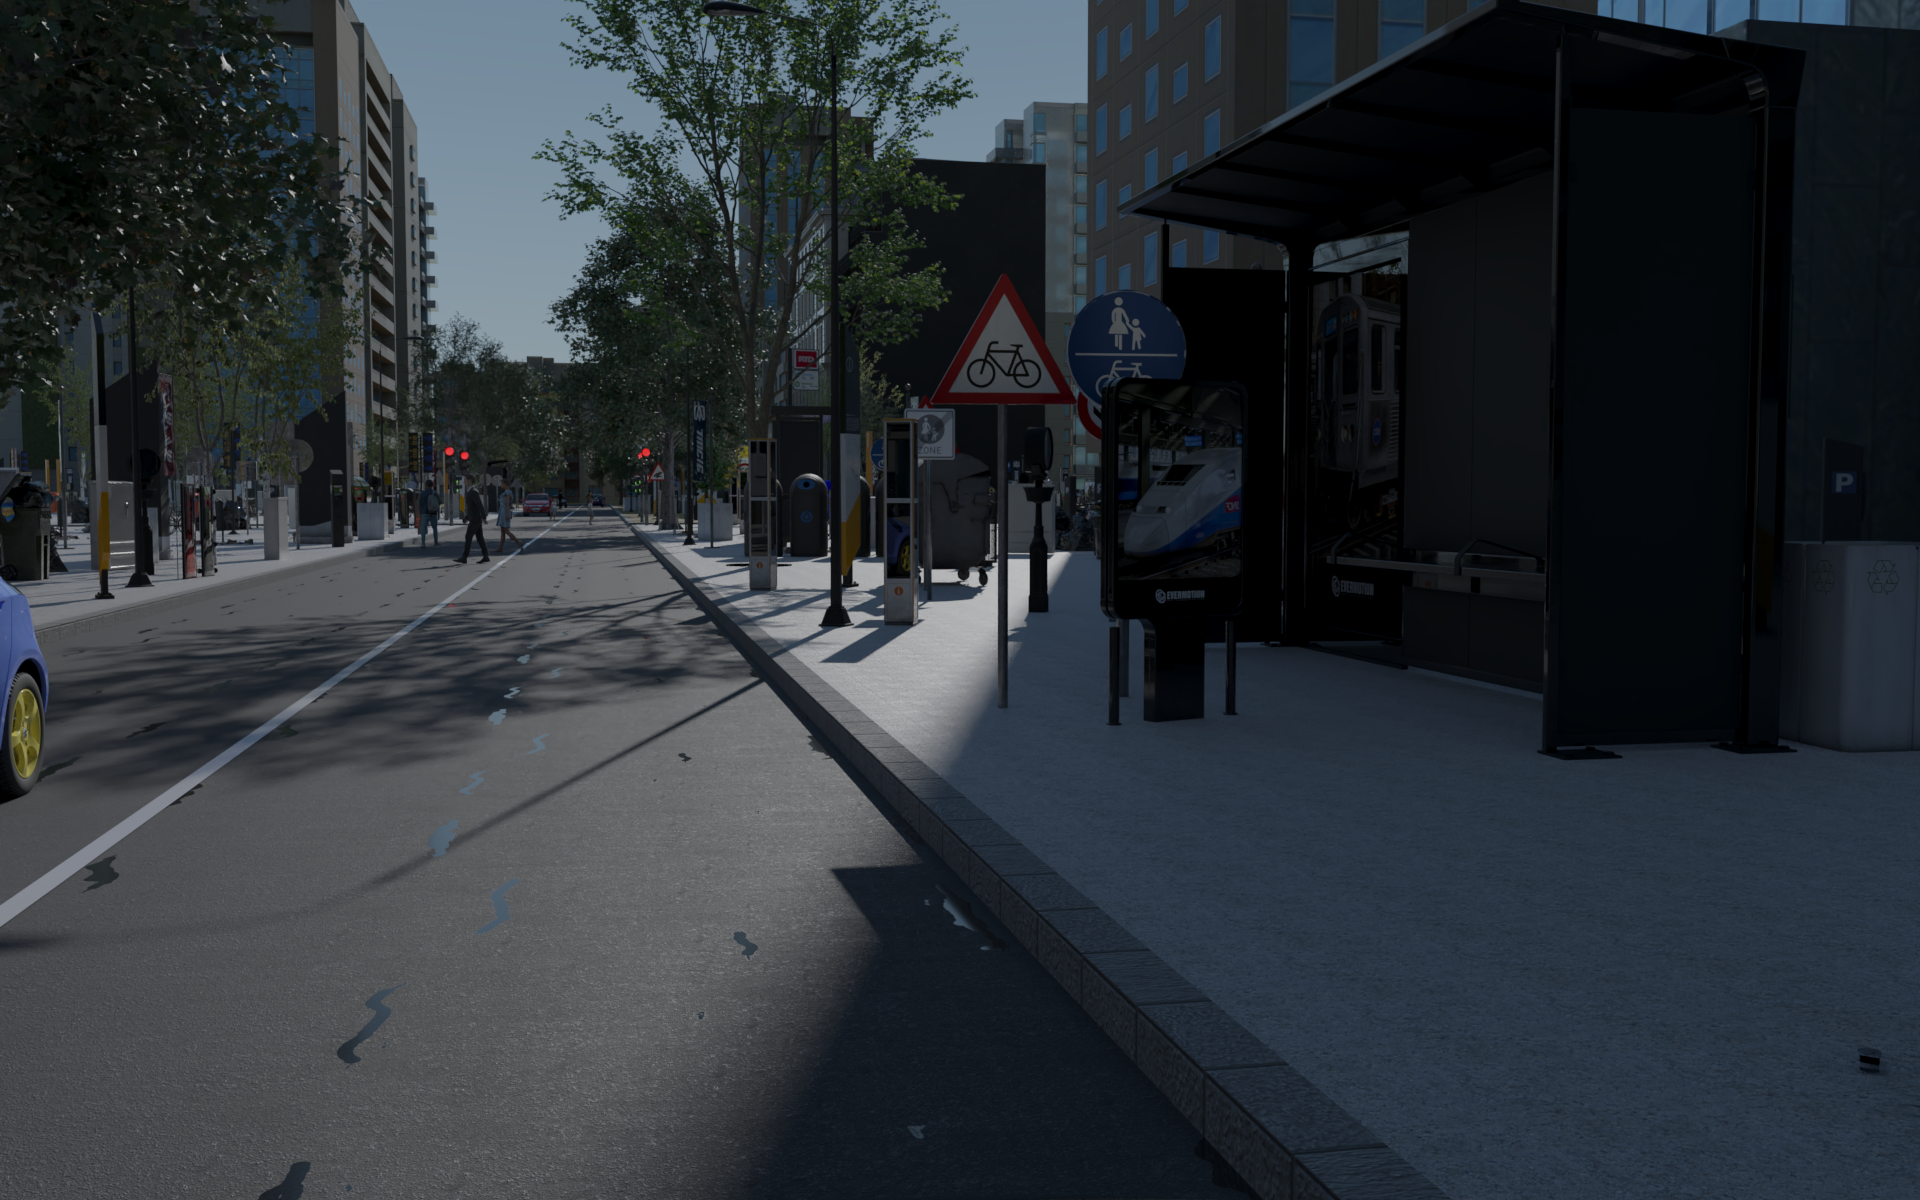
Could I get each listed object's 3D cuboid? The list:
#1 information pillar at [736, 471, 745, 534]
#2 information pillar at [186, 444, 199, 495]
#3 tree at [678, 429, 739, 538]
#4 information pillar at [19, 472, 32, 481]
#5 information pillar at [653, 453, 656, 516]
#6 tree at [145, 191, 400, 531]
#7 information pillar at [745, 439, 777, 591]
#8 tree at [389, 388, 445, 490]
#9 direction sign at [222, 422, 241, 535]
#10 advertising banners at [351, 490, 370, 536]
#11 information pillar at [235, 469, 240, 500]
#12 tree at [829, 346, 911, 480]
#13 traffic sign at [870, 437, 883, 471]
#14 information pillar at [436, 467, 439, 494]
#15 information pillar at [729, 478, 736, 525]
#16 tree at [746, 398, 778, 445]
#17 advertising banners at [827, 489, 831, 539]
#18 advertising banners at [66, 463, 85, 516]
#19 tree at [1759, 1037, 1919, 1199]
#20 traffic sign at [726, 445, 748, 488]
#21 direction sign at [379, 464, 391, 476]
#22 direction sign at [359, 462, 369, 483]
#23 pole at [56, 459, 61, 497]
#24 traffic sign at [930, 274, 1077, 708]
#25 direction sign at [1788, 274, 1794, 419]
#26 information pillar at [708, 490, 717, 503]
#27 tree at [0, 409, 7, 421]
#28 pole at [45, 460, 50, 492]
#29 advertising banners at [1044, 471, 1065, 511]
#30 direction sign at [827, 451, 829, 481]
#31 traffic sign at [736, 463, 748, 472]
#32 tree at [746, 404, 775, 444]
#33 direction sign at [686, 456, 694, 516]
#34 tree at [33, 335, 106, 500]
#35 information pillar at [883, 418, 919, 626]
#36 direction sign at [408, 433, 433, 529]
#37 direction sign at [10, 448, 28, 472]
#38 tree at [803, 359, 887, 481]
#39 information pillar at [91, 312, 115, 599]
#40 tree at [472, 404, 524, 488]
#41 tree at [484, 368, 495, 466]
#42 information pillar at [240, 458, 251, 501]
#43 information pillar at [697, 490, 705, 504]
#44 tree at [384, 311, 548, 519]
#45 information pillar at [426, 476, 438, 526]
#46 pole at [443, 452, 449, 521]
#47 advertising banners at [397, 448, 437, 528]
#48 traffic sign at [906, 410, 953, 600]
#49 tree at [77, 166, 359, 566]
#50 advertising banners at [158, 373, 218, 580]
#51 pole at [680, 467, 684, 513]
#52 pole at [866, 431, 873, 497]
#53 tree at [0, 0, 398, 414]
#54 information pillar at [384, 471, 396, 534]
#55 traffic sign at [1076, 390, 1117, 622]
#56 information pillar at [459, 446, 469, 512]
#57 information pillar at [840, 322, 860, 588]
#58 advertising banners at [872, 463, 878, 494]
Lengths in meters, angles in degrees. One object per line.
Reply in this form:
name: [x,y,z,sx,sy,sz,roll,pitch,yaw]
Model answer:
information pillar: [-6.902,-3.114,55.408,0.304,2.012,0.304,0,4,-4]
information pillar: [-34.215,-5.249,77.182,0.183,3.616,0.504,3,5,41]
tree: [-7.221,-3.419,50.509,1.663,3.219,1.824,0,3,0]
information pillar: [-31.739,-3.323,58.816,0.304,2.012,0.304,1,4,20]
information pillar: [-17.526,-6.625,99.669,0.183,3.616,0.504,0,4,7]
tree: [-14.878,-5.336,37.609,4.737,8.622,4.395,0,3,0]
information pillar: [-2.626,-1.136,23.073,0.304,2.012,0.304,1,4,12]
tree: [-36.109,-10.100,115.492,4.360,8.622,3.978,0,3,0]
direction sign: [-22.998,-3.838,54.754,0.379,3.537,0.876,1,4,11]
advertising banners: [-18.891,-3.431,52.291,2.074,3.025,0.090,-2,4,-32]
information pillar: [-58.987,-9.188,141.580,0.504,3.616,0.183,1,4,16]
tree: [-4.511,-8.168,83.903,4.360,8.622,3.978,0,3,0]
traffic sign: [-1.616,-2.351,38.551,0.768,2.556,0.104,0,4,-3]
information pillar: [-40.661,-8.753,134.473,0.504,3.616,0.183,-1,4,-21]
information pillar: [-9.286,-4.066,70.970,0.304,2.012,0.304,-1,4,-21]
tree: [-15.253,-10.952,129.434,4.360,8.622,3.978,0,3,0]
advertising banners: [-3.907,-3.307,50.262,0.090,3.025,2.074,-1,4,-18]
advertising banners: [-50.463,-6.275,98.791,2.074,3.025,0.090,2,4,29]
tree: [2.367,-4.719,2.906,9.928,11.665,9.643,0,3,0]
traffic sign: [-8.827,-4.777,71.974,2.265,3.308,0.079,-1,4,-10]
direction sign: [-43.843,-8.567,132.060,0.876,3.537,0.379,-2,4,-32]
direction sign: [-42.421,-8.033,123.340,0.379,3.537,0.876,2,4,24]
pole: [-53.100,-6.619,102.070,0.158,3.312,0.155,0,3,0]
traffic sign: [0.256,-0.631,10.328,0.884,2.594,0.081,-1,4,-10]
direction sign: [8.164,-1.594,18.060,0.876,3.537,0.379,1,4,17]
information pillar: [-13.763,-6.424,96.390,0.504,3.616,0.183,-1,4,-20]
tree: [-49.617,-8.274,85.644,4.360,8.622,3.978,0,3,0]
pole: [-54.141,-6.665,102.819,0.158,3.312,0.155,0,3,0]
advertising banners: [3.454,-4.150,64.048,0.090,3.025,2.074,2,4,34]
direction sign: [-6.910,-6.050,90.906,0.379,3.537,0.876,-1,4,-10]
traffic sign: [-8.754,-4.309,70.556,0.768,2.556,0.104,0,4,-4]
tree: [-15.523,-11.428,137.209,4.737,8.622,4.395,0,3,0]
direction sign: [-15.879,-6.796,103.110,0.876,3.537,0.379,0,4,-7]
tree: [-40.988,-8.004,81.230,4.737,8.622,4.395,0,3,0]
information pillar: [-0.578,-0.765,16.992,0.304,2.012,0.304,0,4,8]
direction sign: [-19.867,-4.396,63.870,0.876,3.537,0.379,0,4,-1]
direction sign: [-49.436,-6.062,91.115,0.876,3.537,0.379,0,4,3]
tree: [-6.183,-8.820,94.572,4.737,8.622,4.395,0,3,0]
information pillar: [-10.467,-1.820,21.106,0.183,3.616,0.504,-2,4,-32]
tree: [-34.459,-10.963,129.600,4.360,8.622,3.978,0,3,0]
tree: [-36.789,-13.725,141.414,9.611,12.733,9.660,0,3,0]
information pillar: [-45.071,-7.228,109.535,0.504,3.616,0.183,-1,4,-9]
information pillar: [-14.874,-6.592,99.139,0.504,3.616,0.183,-3,4,-37]
tree: [-25.112,-9.364,87.509,8.767,10.594,7.601,0,4,4]
information pillar: [-21.028,-3.945,69.000,0.304,2.012,0.304,1,4,20]
pole: [-24.766,-5.479,83.424,0.158,3.312,0.155,0,3,0]
advertising banners: [-20.351,-4.209,65.006,2.074,3.025,0.090,2,4,29]
traffic sign: [-0.368,-1.145,20.848,0.606,2.300,0.079,-1,4,-9]
tree: [-13.416,-4.910,30.635,4.360,8.622,3.978,0,3,0]
advertising banners: [-11.668,-1.834,26.180,0.090,3.025,2.074,0,4,-4]
pole: [-19.137,-7.674,119.312,0.158,3.312,0.155,0,3,0]
pole: [-2.958,-3.833,56.515,0.158,3.312,0.155,0,3,0]
tree: [-9.423,-5.892,13.335,9.611,12.733,9.660,0,3,0]
information pillar: [-18.320,-3.127,55.618,0.304,2.012,0.304,0,4,-8]
traffic sign: [1.536,-1.054,17.341,0.768,2.556,0.104,0,4,-4]
information pillar: [-23.281,-5.510,81.446,0.504,3.616,0.183,1,4,10]
information pillar: [-1.521,-1.991,23.903,0.183,3.616,0.504,1,4,22]
advertising banners: [-4.993,-5.559,87.072,2.074,3.025,0.090,-2,4,-23]
